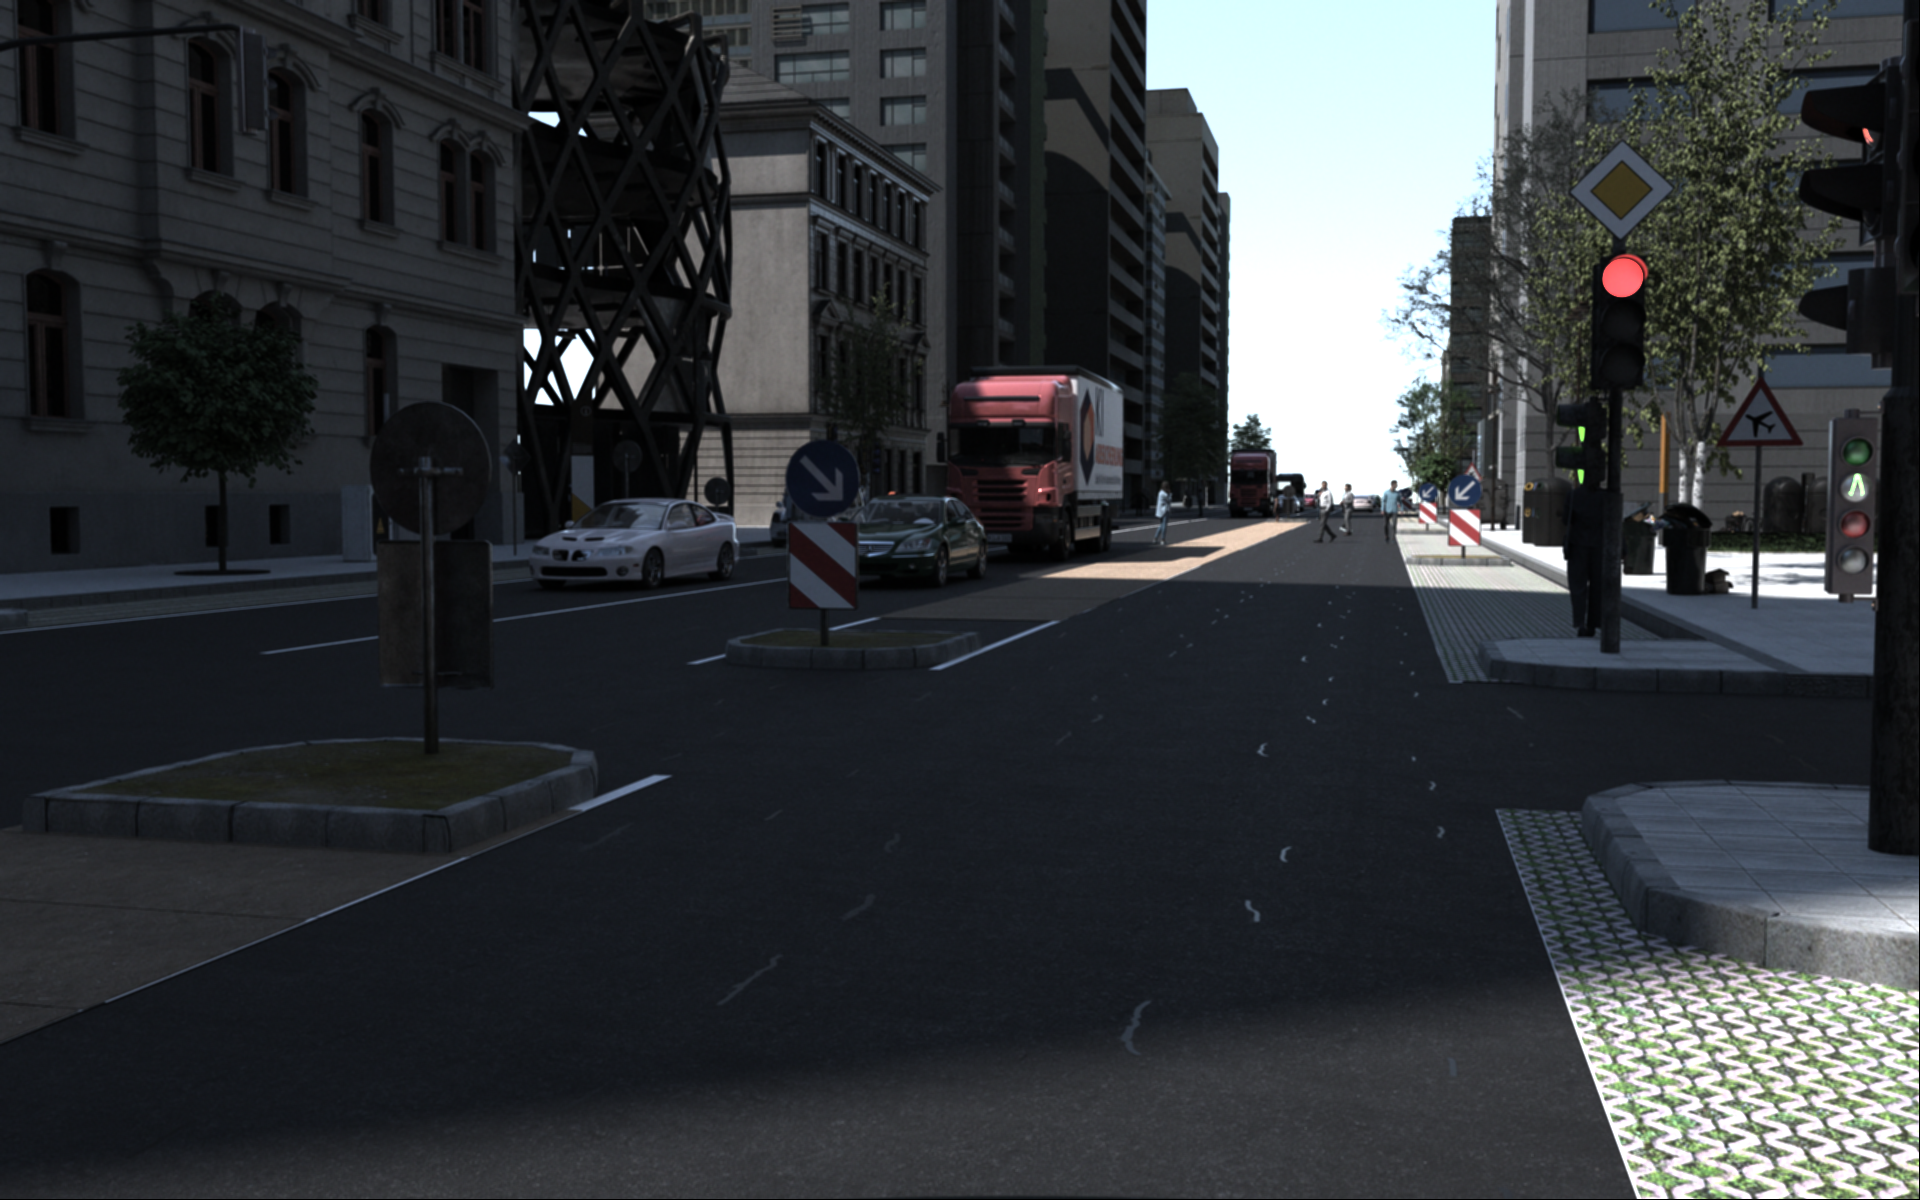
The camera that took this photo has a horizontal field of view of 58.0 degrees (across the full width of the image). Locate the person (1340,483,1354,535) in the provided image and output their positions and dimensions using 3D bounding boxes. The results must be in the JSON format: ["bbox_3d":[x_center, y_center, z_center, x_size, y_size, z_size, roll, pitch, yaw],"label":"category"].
[{"bbox_3d":[13.402,-3.153,60.246,0.583,1.804,0.606,-1,4,-21],"label":"person"}]

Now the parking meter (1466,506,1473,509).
[{"bbox_3d":[20.021,-3.658,68.214,0.372,1.533,0.369,0,3,0],"label":"parking meter"}]

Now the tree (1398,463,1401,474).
[{"bbox_3d":[44.992,-13.341,168.492,4.737,8.622,4.395,0,3,0],"label":"tree"}]

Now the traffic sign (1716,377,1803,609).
[{"bbox_3d":[8.907,-1.183,19.342,0.884,2.594,0.081,1,4,22],"label":"traffic sign"}]

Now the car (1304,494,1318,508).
[{"bbox_3d":[34.828,-10.069,173.668,2.155,1.783,4.494,1,4,13],"label":"car"}]

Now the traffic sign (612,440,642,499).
[{"bbox_3d":[-7.880,-2.498,40.944,0.768,2.556,0.104,1,4,18],"label":"traffic sign"}]

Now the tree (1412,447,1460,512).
[{"bbox_3d":[33.711,-8.491,122.548,4.285,4.588,4.351,0,3,0],"label":"tree"}]

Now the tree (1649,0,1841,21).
[{"bbox_3d":[10.266,-4.512,24.141,4.737,8.622,4.395,0,3,0],"label":"tree"}]

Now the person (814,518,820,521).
[{"bbox_3d":[-2.975,-1.635,35.802,0.524,1.755,0.480,3,4,36],"label":"person"}]

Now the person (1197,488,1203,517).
[{"bbox_3d":[15.334,-6.241,110.622,0.705,1.814,1.350,0,3,0],"label":"person"}]

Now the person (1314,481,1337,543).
[{"bbox_3d":[10.822,-2.616,51.378,0.850,1.850,0.679,-1,4,-21],"label":"person"}]

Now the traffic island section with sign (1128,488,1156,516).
[{"bbox_3d":[12.294,-6.500,114.906,1.989,1.847,2.006,1,4,14],"label":"traffic island section with sign"}]

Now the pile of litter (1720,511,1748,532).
[{"bbox_3d":[19.796,-1.874,44.610,1.176,0.858,1.719,-1,4,-9],"label":"pile of litter"}]

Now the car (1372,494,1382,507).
[{"bbox_3d":[44.910,-10.801,188.386,2.131,1.459,4.920,1,4,15],"label":"car"}]

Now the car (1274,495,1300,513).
[{"bbox_3d":[25.160,-7.407,133.467,2.083,1.381,4.827,1,4,14],"label":"car"}]

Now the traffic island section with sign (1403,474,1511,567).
[{"bbox_3d":[10.090,-1.622,35.152,1.989,1.847,2.006,1,4,14],"label":"traffic island section with sign"}]

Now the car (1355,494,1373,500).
[{"bbox_3d":[36.271,-8.972,156.482,2.009,1.686,4.222,1,4,13],"label":"car"}]

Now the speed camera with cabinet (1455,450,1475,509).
[{"bbox_3d":[23.015,-5.162,78.734,0.660,3.252,2.038,0,4,5],"label":"speed camera with cabinet"}]

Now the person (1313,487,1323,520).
[{"bbox_3d":[20.246,-5.404,96.945,0.705,1.814,1.350,-3,5,-39],"label":"person"}]

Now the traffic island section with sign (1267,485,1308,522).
[{"bbox_3d":[16.709,-4.898,88.218,2.006,1.907,1.989,1,4,14],"label":"traffic island section with sign"}]

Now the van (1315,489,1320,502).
[{"bbox_3d":[45.716,-13.087,218.360,2.240,2.365,5.245,1,4,16],"label":"van"}]

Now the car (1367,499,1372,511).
[{"bbox_3d":[33.724,-8.183,146.151,2.083,1.381,4.827,1,4,13],"label":"car"}]

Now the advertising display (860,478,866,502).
[{"bbox_3d":[-4.103,-4.021,70.952,0.974,1.923,0.123,-3,4,-37],"label":"advertising display"}]

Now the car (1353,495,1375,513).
[{"bbox_3d":[31.199,-7.491,134.832,2.083,1.381,4.827,1,4,14],"label":"car"}]

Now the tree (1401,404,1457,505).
[{"bbox_3d":[39.027,-11.655,140.920,4.737,8.622,4.395,0,3,0],"label":"tree"}]

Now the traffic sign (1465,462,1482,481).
[{"bbox_3d":[20.882,-4.326,70.732,0.884,2.594,0.081,1,4,14],"label":"traffic sign"}]

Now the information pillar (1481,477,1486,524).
[{"bbox_3d":[22.180,-4.241,73.829,0.304,2.012,0.304,-3,5,-44],"label":"information pillar"}]

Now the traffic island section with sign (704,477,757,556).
[{"bbox_3d":[-5.818,-1.936,40.275,1.989,1.847,2.006,1,4,14],"label":"traffic island section with sign"}]

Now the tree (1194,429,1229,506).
[{"bbox_3d":[25.741,-14.047,180.024,4.360,8.622,3.978,0,3,0],"label":"tree"}]

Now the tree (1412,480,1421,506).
[{"bbox_3d":[51.185,-12.113,192.650,1.663,3.219,1.824,0,3,0],"label":"tree"}]

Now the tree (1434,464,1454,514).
[{"bbox_3d":[31.271,-7.126,111.110,1.663,3.219,1.824,0,3,0],"label":"tree"}]

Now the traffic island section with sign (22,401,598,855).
[{"bbox_3d":[-2.761,0.009,7.993,2.006,1.907,1.989,1,4,14],"label":"traffic island section with sign"}]

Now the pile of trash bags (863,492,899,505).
[{"bbox_3d":[-3.207,-3.467,66.444,1.912,1.369,3.447,2,4,25],"label":"pile of trash bags"}]

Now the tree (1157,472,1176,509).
[{"bbox_3d":[18.278,-9.706,153.292,1.663,3.219,1.824,0,3,0],"label":"tree"}]

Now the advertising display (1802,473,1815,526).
[{"bbox_3d":[25.599,-2.881,52.312,0.123,1.923,0.974,3,5,40],"label":"advertising display"}]

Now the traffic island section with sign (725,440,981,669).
[{"bbox_3d":[-1.005,-0.431,15.189,2.006,1.907,1.989,1,4,14],"label":"traffic island section with sign"}]

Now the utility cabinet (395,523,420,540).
[{"bbox_3d":[-11.719,-1.557,36.612,0.306,1.237,1.020,1,4,13],"label":"utility cabinet"}]

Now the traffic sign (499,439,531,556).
[{"bbox_3d":[-9.274,-2.132,36.051,0.795,2.450,0.064,1,4,22],"label":"traffic sign"}]

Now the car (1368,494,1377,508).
[{"bbox_3d":[42.026,-10.196,178.712,2.014,1.417,4.499,1,4,12],"label":"car"}]

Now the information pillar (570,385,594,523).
[{"bbox_3d":[-8.134,-2.815,37.387,0.504,3.616,0.183,-1,4,-15],"label":"information pillar"}]

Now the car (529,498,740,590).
[{"bbox_3d":[-5.086,-0.933,27.614,2.083,1.381,4.827,1,4,15],"label":"car"}]

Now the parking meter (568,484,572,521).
[{"bbox_3d":[-9.304,-2.056,42.019,0.372,1.533,0.369,0,3,0],"label":"parking meter"}]

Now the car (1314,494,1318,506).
[{"bbox_3d":[42.583,-12.345,210.638,1.959,1.807,4.718,1,4,15],"label":"car"}]

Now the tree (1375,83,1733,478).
[{"bbox_3d":[17.736,-8.629,51.448,12.009,13.543,11.850,0,3,0],"label":"tree"}]

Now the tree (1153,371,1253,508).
[{"bbox_3d":[21.466,-14.834,160.660,7.486,12.596,7.792,0,3,0],"label":"tree"}]

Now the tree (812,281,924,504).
[{"bbox_3d":[-3.272,-6.750,60.724,4.737,8.622,4.395,0,3,0],"label":"tree"}]

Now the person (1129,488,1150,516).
[{"bbox_3d":[11.587,-6.325,111.931,1.348,1.821,0.705,0,4,-5],"label":"person"}]

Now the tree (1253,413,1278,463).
[{"bbox_3d":[40.537,-19.789,241.675,7.486,12.596,7.792,0,3,0],"label":"tree"}]

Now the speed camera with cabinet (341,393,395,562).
[{"bbox_3d":[-11.198,-2.391,33.435,0.660,3.252,2.038,1,4,8],"label":"speed camera with cabinet"}]

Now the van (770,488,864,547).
[{"bbox_3d":[-3.876,-2.470,47.400,2.013,2.044,4.112,1,4,13],"label":"van"}]

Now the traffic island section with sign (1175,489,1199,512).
[{"bbox_3d":[18.654,-8.102,141.103,1.989,1.847,2.006,1,4,14],"label":"traffic island section with sign"}]

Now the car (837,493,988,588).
[{"bbox_3d":[-0.798,-1.003,28.198,2.131,1.459,4.920,1,4,13],"label":"car"}]

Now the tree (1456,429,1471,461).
[{"bbox_3d":[14.550,-5.441,39.317,4.737,8.622,4.395,0,3,0],"label":"tree"}]

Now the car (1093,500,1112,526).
[{"bbox_3d":[4.955,-3.545,69.756,2.131,1.459,4.920,1,4,15],"label":"car"}]

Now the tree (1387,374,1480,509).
[{"bbox_3d":[40.762,-13.668,149.228,9.928,11.665,9.643,0,3,0],"label":"tree"}]

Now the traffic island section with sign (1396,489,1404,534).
[{"bbox_3d":[16.504,-3.239,61.587,1.989,1.847,2.006,1,4,14],"label":"traffic island section with sign"}]

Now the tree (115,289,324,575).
[{"bbox_3d":[-11.897,-2.695,27.771,4.285,4.588,4.351,0,3,0],"label":"tree"}]
